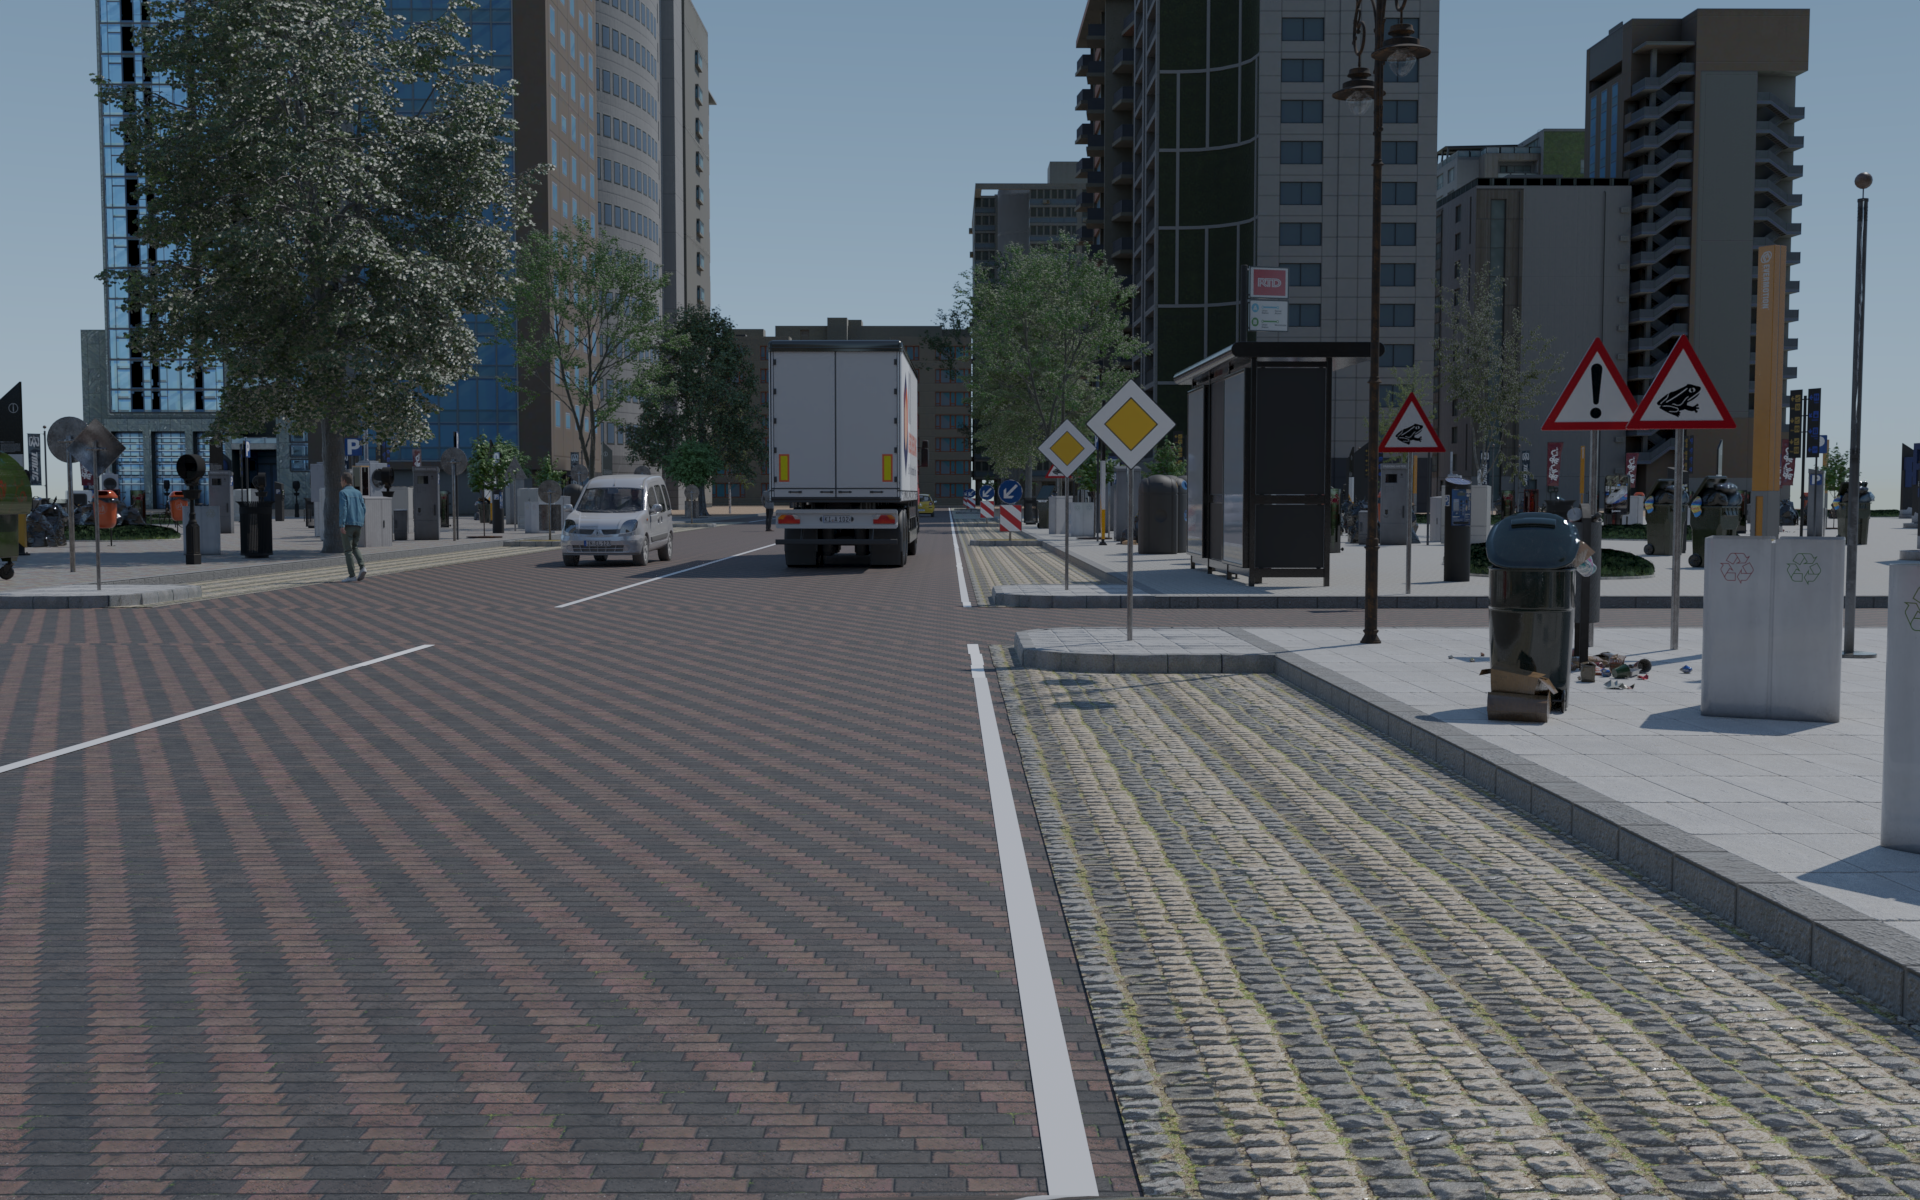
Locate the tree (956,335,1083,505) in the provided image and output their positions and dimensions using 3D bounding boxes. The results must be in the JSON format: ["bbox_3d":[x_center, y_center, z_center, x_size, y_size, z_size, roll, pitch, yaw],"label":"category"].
[{"bbox_3d":[3.352,-9.719,93.313,7.601,10.594,8.767,0,4,-2],"label":"tree"}]

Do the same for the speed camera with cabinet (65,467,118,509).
[{"bbox_3d":[-37.992,-4.982,75.788,2.038,3.252,0.660,-2,4,-35],"label":"speed camera with cabinet"}]

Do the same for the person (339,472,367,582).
[{"bbox_3d":[-9.887,-1.182,28.173,0.444,1.785,0.601,2,4,32],"label":"person"}]

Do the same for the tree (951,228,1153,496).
[{"bbox_3d":[3.809,-8.782,69.343,9.928,11.665,9.643,0,3,0],"label":"tree"}]

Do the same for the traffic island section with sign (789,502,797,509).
[{"bbox_3d":[-11.950,-7.108,124.839,1.989,1.847,2.006,0,4,0],"label":"traffic island section with sign"}]

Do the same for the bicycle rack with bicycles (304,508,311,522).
[{"bbox_3d":[-29.222,-4.093,80.308,2.852,0.926,2.925,-2,4,-28],"label":"bicycle rack with bicycles"}]

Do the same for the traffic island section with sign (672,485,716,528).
[{"bbox_3d":[-11.561,-4.037,74.640,1.989,1.847,2.006,0,4,0],"label":"traffic island section with sign"}]

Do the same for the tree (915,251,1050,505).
[{"bbox_3d":[2.547,-17.261,138.102,12.611,20.169,13.585,0,3,0],"label":"tree"}]

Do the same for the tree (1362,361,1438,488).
[{"bbox_3d":[24.549,-8.910,96.048,4.737,8.622,4.395,0,3,0],"label":"tree"}]

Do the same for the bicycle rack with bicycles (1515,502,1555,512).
[{"bbox_3d":[31.430,-4.995,95.047,2.852,0.926,2.925,-2,4,-31],"label":"bicycle rack with bicycles"}]

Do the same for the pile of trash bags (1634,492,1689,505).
[{"bbox_3d":[38.738,-5.214,94.998,3.447,1.369,1.912,1,4,13],"label":"pile of trash bags"}]

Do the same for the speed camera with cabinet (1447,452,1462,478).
[{"bbox_3d":[22.879,-5.262,80.362,0.660,3.252,2.038,2,4,23],"label":"speed camera with cabinet"}]

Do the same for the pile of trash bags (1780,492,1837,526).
[{"bbox_3d":[34.631,-3.755,71.145,1.912,1.369,3.447,3,4,36],"label":"pile of trash bags"}]

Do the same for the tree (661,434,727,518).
[{"bbox_3d":[-14.140,-6.654,92.514,4.285,4.588,4.351,0,3,0],"label":"tree"}]

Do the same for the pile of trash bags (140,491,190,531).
[{"bbox_3d":[-25.686,-2.682,53.596,3.447,1.369,1.912,-3,4,-36],"label":"pile of trash bags"}]

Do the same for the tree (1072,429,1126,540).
[{"bbox_3d":[3.725,-3.338,49.176,1.663,3.219,1.824,0,3,0],"label":"tree"}]

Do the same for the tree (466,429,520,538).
[{"bbox_3d":[-13.934,-3.415,50.437,1.663,3.219,1.824,0,3,0],"label":"tree"}]

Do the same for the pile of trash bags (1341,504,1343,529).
[{"bbox_3d":[12.482,-2.878,56.809,1.912,1.369,3.447,2,4,28],"label":"pile of trash bags"}]

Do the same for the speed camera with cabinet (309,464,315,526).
[{"bbox_3d":[-18.763,-3.468,51.030,0.660,3.252,2.038,-1,4,-15],"label":"speed camera with cabinet"}]

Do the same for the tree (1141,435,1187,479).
[{"bbox_3d":[6.493,-3.716,55.362,1.663,3.219,1.824,0,3,0],"label":"tree"}]

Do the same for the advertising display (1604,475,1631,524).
[{"bbox_3d":[21.997,-3.227,57.977,0.123,1.923,0.974,-2,4,-28],"label":"advertising display"}]

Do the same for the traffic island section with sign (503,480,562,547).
[{"bbox_3d":[-11.355,-2.389,47.685,1.989,1.847,2.006,0,4,0],"label":"traffic island section with sign"}]

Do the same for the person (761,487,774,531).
[{"bbox_3d":[-7.316,-3.541,66.579,0.592,1.802,0.473,3,5,41],"label":"person"}]

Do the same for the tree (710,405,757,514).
[{"bbox_3d":[-15.108,-9.978,113.508,4.737,8.622,4.395,0,3,0],"label":"tree"}]

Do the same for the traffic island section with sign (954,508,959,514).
[{"bbox_3d":[0.682,-7.119,125.021,1.989,1.847,2.006,0,4,0],"label":"traffic island section with sign"}]

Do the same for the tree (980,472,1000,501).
[{"bbox_3d":[2.407,-9.527,150.365,1.663,3.219,1.824,0,3,0],"label":"tree"}]

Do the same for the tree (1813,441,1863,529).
[{"bbox_3d":[32.187,-4.211,63.445,1.663,3.219,1.824,0,3,0],"label":"tree"}]

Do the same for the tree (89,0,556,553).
[{"bbox_3d":[-13.612,-8.000,37.454,9.857,13.997,8.962,0,3,0],"label":"tree"}]

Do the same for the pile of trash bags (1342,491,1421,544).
[{"bbox_3d":[11.295,-2.230,46.207,1.912,1.369,3.447,1,4,14],"label":"pile of trash bags"}]

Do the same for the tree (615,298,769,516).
[{"bbox_3d":[-15.275,-11.284,101.509,9.611,12.733,9.660,0,3,0],"label":"tree"}]

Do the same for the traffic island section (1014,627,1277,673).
[{"bbox_3d":[1.507,0.434,15.188,2.009,0.180,2.903,0,4,0],"label":"traffic island section"}]

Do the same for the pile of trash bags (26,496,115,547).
[{"bbox_3d":[-22.317,-1.997,42.396,3.447,1.369,1.912,0,4,-1],"label":"pile of trash bags"}]

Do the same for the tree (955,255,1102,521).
[{"bbox_3d":[3.480,-10.035,82.194,7.486,12.596,7.792,0,3,0],"label":"tree"}]

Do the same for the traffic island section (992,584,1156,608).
[{"bbox_3d":[1.447,-0.055,23.173,2.009,0.180,2.903,0,4,0],"label":"traffic island section"}]

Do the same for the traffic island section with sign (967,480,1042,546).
[{"bbox_3d":[1.269,-2.422,48.223,1.989,1.847,2.006,0,4,0],"label":"traffic island section with sign"}]

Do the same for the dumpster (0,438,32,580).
[{"bbox_3d":[-14.653,-1.378,25.030,1.502,2.255,1.985,0,4,0],"label":"dumpster"}]

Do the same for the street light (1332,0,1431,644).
[{"bbox_3d":[3.534,-2.565,14.726,0.468,5.910,1.993,0,4,0],"label":"street light"}]

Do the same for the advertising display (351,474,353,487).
[{"bbox_3d":[-17.399,-2.789,50.820,0.974,1.923,0.123,1,4,19],"label":"advertising display"}]

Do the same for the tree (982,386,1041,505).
[{"bbox_3d":[3.384,-9.691,108.809,4.737,8.622,4.395,0,3,0],"label":"tree"}]

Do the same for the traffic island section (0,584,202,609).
[{"bbox_3d":[-11.494,-0.049,23.080,2.009,0.180,2.903,0,4,0],"label":"traffic island section"}]

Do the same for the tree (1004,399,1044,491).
[{"bbox_3d":[4.186,-10.458,121.358,4.360,8.622,3.978,0,3,0],"label":"tree"}]

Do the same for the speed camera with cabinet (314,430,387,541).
[{"bbox_3d":[-16.782,-3.279,47.952,0.660,3.252,2.038,2,4,25],"label":"speed camera with cabinet"}]

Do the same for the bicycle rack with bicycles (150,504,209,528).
[{"bbox_3d":[-29.086,-3.190,65.535,2.852,0.926,2.925,0,4,5],"label":"bicycle rack with bicycles"}]

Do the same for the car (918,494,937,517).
[{"bbox_3d":[-2.469,-6.086,109.724,2.015,1.641,3.980,0,4,0],"label":"car"}]

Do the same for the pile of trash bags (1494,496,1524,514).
[{"bbox_3d":[28.298,-4.940,90.514,3.447,1.369,1.912,3,4,37],"label":"pile of trash bags"}]

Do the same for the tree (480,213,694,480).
[{"bbox_3d":[-14.181,-8.561,65.721,9.928,11.665,9.643,0,3,0],"label":"tree"}]

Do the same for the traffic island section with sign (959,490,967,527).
[{"bbox_3d":[1.058,-4.102,75.688,1.989,1.847,2.006,0,4,0],"label":"traffic island section with sign"}]
